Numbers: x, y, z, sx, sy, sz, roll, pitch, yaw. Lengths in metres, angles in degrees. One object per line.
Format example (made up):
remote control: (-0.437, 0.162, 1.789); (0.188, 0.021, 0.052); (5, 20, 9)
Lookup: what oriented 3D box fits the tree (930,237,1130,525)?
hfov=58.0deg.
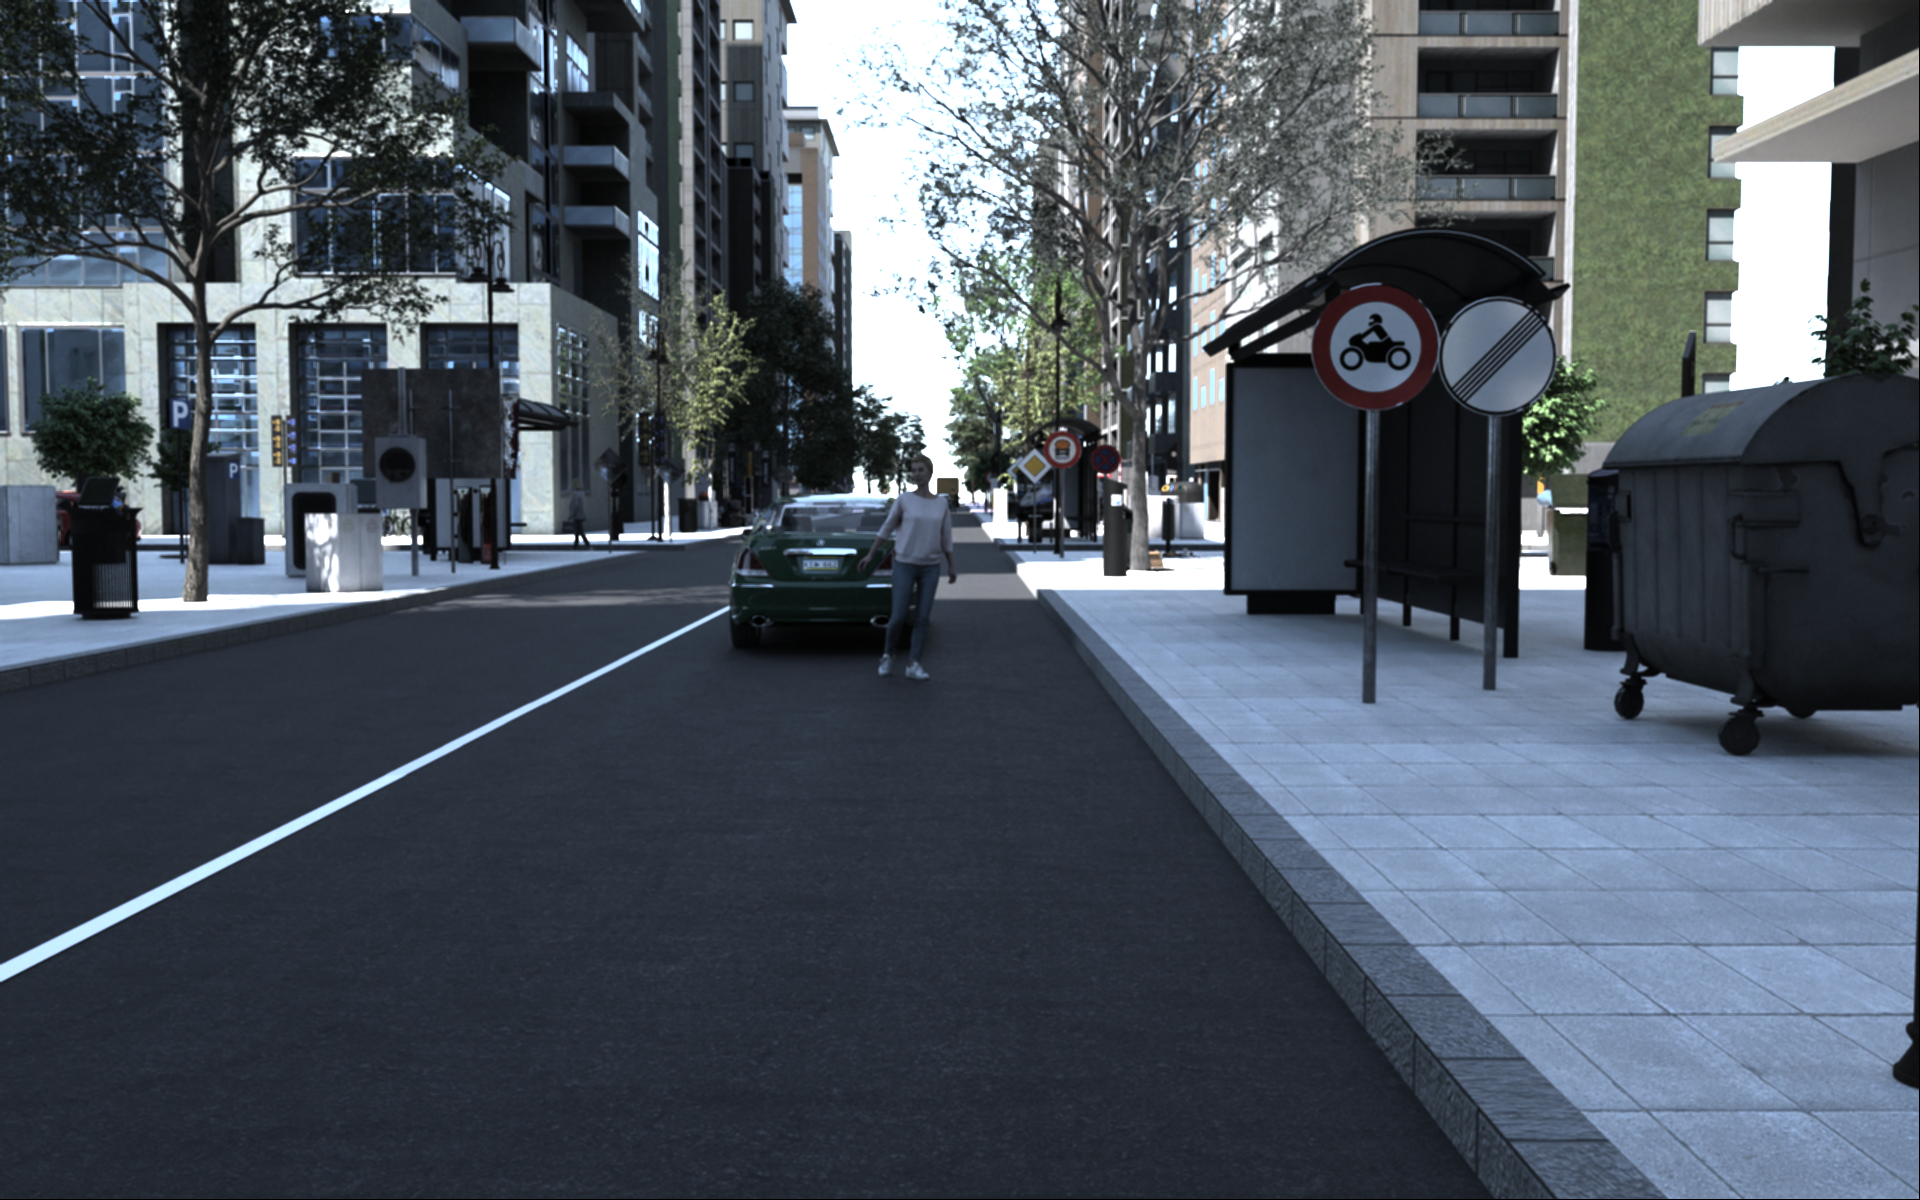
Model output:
tree: (2.940, -8.904, 71.338); (9.928, 11.665, 9.643); (0, 3, 0)

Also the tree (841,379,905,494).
tree: (-9.174, -15.460, 170.896); (7.486, 12.596, 7.792); (0, 3, 0)

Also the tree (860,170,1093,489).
tree: (0.958, -15.031, 101.650); (12.611, 20.169, 13.585); (0, 3, 0)

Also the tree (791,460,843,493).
tree: (-8.467, -7.237, 102.045); (4.285, 4.588, 4.351); (0, 3, 0)

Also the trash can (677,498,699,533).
trash can: (-8.941, -2.771, 56.961); (0.748, 1.137, 0.748); (0, 3, 0)

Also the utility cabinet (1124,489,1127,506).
utility cabinet: (4.930, -2.735, 53.394); (0.318, 1.500, 1.173); (0, 4, -2)

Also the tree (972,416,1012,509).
tree: (2.935, -13.609, 172.864); (4.360, 8.622, 3.978); (0, 3, 0)

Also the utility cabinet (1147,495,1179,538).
utility cabinet: (5.909, -2.440, 51.051); (1.020, 1.237, 0.306); (2, 4, 28)

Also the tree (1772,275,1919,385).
tree: (8.092, -1.271, 15.379); (1.663, 3.219, 1.824); (0, 3, 0)

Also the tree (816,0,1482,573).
tree: (2.887, -7.221, 28.427); (12.009, 13.543, 11.850); (0, 3, 0)

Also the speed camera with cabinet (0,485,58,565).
speed camera with cabinet: (-17.373, -2.249, 31.104); (0.660, 3.252, 2.038); (2, 4, 30)

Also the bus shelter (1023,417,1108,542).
bus shelter: (2.876, -3.334, 48.427); (2.014, 3.302, 5.546); (0, 3, 0)

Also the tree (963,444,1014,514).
tree: (2.221, -7.856, 112.165); (4.285, 4.588, 4.351); (0, 3, 0)

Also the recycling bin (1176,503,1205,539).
recycling bin: (6.567, -2.250, 49.347); (0.722, 1.027, 0.722); (0, 4, -2)

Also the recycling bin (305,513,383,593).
recycling bin: (-8.111, -0.627, 22.803); (0.722, 1.027, 0.722); (3, 4, 37)

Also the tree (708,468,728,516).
tree: (-14.021, -6.414, 99.475); (1.663, 3.219, 1.824); (0, 3, 0)

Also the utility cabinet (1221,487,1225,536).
utility cabinet: (8.025, -2.653, 52.051); (0.318, 1.500, 1.173); (0, 4, 4)

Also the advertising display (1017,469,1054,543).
advertising display: (1.967, -2.450, 45.269); (0.974, 1.923, 0.123); (0, 4, 0)

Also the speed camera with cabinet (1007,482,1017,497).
speed camera with cabinet: (3.543, -7.409, 115.466); (0.660, 3.252, 2.038); (3, 5, 45)

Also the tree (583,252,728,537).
tree: (-9.061, -6.214, 51.968); (4.360, 8.622, 3.978); (0, 3, 0)

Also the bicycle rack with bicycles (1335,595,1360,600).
bicycle rack with bicycles: (5.462, -0.516, 21.816); (2.925, 0.926, 2.852); (1, 4, 14)

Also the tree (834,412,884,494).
tree: (-9.341, -11.812, 143.485); (4.737, 8.622, 4.395); (0, 3, 0)

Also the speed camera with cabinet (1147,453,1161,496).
speed camera with cabinet: (9.813, -5.546, 85.010); (2.038, 3.252, 0.660); (-3, 4, -36)

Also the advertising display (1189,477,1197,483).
advertising display: (8.623, -3.608, 64.204); (0.123, 1.923, 0.974); (0, 4, -2)

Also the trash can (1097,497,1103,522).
trash can: (6.062, -4.028, 77.514); (0.748, 1.137, 0.748); (0, 3, 0)

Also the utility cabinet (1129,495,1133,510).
utility cabinet: (8.414, -4.262, 80.843); (1.020, 1.237, 0.306); (2, 4, 24)

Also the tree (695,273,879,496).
tree: (-8.992, -10.570, 89.825); (9.611, 12.733, 9.660); (0, 3, 0)

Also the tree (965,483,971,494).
tree: (1.522, -15.554, 248.901); (1.663, 3.219, 1.824); (0, 3, 0)

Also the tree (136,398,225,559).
tree: (-15.678, -2.456, 34.752); (1.663, 3.219, 1.824); (0, 3, 0)

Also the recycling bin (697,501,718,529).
recycling bin: (-9.330, -3.095, 63.160); (0.722, 1.027, 0.722); (3, 4, 37)

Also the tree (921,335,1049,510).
tree: (2.669, -14.145, 137.921); (9.857, 13.997, 8.962); (0, 3, 0)

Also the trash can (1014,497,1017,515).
trash can: (3.419, -5.360, 99.286); (0.748, 1.137, 0.748); (0, 3, 0)

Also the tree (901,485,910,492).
tree: (-8.753, -17.339, 278.094); (1.663, 3.219, 1.824); (0, 3, 0)

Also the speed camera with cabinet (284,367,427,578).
speed camera with cabinet: (-9.367, -1.988, 26.843); (2.038, 3.252, 0.660); (0, 4, -6)

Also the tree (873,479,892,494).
tree: (-8.516, -11.677, 185.527); (1.663, 3.219, 1.824); (0, 3, 0)

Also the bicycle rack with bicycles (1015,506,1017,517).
bicycle rack with bicycles: (3.409, -5.138, 97.393); (2.925, 0.926, 2.852); (-1, 4, -10)

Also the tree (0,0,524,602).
tree: (-8.773, -5.259, 20.396); (7.601, 10.594, 8.767); (-2, 4, -27)

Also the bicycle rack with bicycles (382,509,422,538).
bicycle rack with bicycles: (-16.613, -2.329, 51.461); (2.852, 0.926, 2.925); (-3, 4, -37)

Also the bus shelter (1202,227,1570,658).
bus shelter: (3.606, -1.345, 15.920); (2.014, 3.302, 5.546); (0, 3, 0)

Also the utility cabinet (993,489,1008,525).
utility cabinet: (1.652, -3.765, 70.238); (0.318, 1.500, 1.173); (-1, 4, -13)

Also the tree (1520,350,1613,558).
tree: (11.585, -3.168, 35.514); (4.285, 4.588, 4.351); (0, 3, 0)

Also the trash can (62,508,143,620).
trash can: (-8.808, -0.378, 17.838); (0.748, 1.137, 0.748); (0, 3, 0)

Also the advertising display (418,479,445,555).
advertising display: (-11.328, -1.943, 36.989); (0.123, 1.923, 0.974); (2, 4, 24)

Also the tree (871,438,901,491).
tree: (-9.152, -15.874, 209.895); (4.360, 8.622, 3.978); (0, 3, 0)

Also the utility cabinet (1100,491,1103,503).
utility cabinet: (8.688, -5.765, 102.941); (0.318, 1.500, 1.173); (-1, 4, -18)

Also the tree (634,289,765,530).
tree: (-9.134, -6.803, 61.587); (4.737, 8.622, 4.395); (0, 3, 0)

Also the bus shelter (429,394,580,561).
bus shelter: (-9.416, -2.552, 35.651); (2.014, 3.302, 5.546); (0, 4, 0)

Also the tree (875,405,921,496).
tree: (-8.548, -20.760, 246.084); (9.857, 13.997, 8.962); (0, 3, 0)

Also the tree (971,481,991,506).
tree: (2.668, -12.138, 193.054); (1.663, 3.219, 1.824); (0, 3, 0)

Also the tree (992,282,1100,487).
tree: (2.878, -6.764, 60.960); (4.737, 8.622, 4.395); (0, 3, 0)

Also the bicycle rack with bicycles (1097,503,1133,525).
bicycle rack with bicycles: (6.172, -3.656, 73.154); (2.852, 0.926, 2.925); (-3, 4, -38)
